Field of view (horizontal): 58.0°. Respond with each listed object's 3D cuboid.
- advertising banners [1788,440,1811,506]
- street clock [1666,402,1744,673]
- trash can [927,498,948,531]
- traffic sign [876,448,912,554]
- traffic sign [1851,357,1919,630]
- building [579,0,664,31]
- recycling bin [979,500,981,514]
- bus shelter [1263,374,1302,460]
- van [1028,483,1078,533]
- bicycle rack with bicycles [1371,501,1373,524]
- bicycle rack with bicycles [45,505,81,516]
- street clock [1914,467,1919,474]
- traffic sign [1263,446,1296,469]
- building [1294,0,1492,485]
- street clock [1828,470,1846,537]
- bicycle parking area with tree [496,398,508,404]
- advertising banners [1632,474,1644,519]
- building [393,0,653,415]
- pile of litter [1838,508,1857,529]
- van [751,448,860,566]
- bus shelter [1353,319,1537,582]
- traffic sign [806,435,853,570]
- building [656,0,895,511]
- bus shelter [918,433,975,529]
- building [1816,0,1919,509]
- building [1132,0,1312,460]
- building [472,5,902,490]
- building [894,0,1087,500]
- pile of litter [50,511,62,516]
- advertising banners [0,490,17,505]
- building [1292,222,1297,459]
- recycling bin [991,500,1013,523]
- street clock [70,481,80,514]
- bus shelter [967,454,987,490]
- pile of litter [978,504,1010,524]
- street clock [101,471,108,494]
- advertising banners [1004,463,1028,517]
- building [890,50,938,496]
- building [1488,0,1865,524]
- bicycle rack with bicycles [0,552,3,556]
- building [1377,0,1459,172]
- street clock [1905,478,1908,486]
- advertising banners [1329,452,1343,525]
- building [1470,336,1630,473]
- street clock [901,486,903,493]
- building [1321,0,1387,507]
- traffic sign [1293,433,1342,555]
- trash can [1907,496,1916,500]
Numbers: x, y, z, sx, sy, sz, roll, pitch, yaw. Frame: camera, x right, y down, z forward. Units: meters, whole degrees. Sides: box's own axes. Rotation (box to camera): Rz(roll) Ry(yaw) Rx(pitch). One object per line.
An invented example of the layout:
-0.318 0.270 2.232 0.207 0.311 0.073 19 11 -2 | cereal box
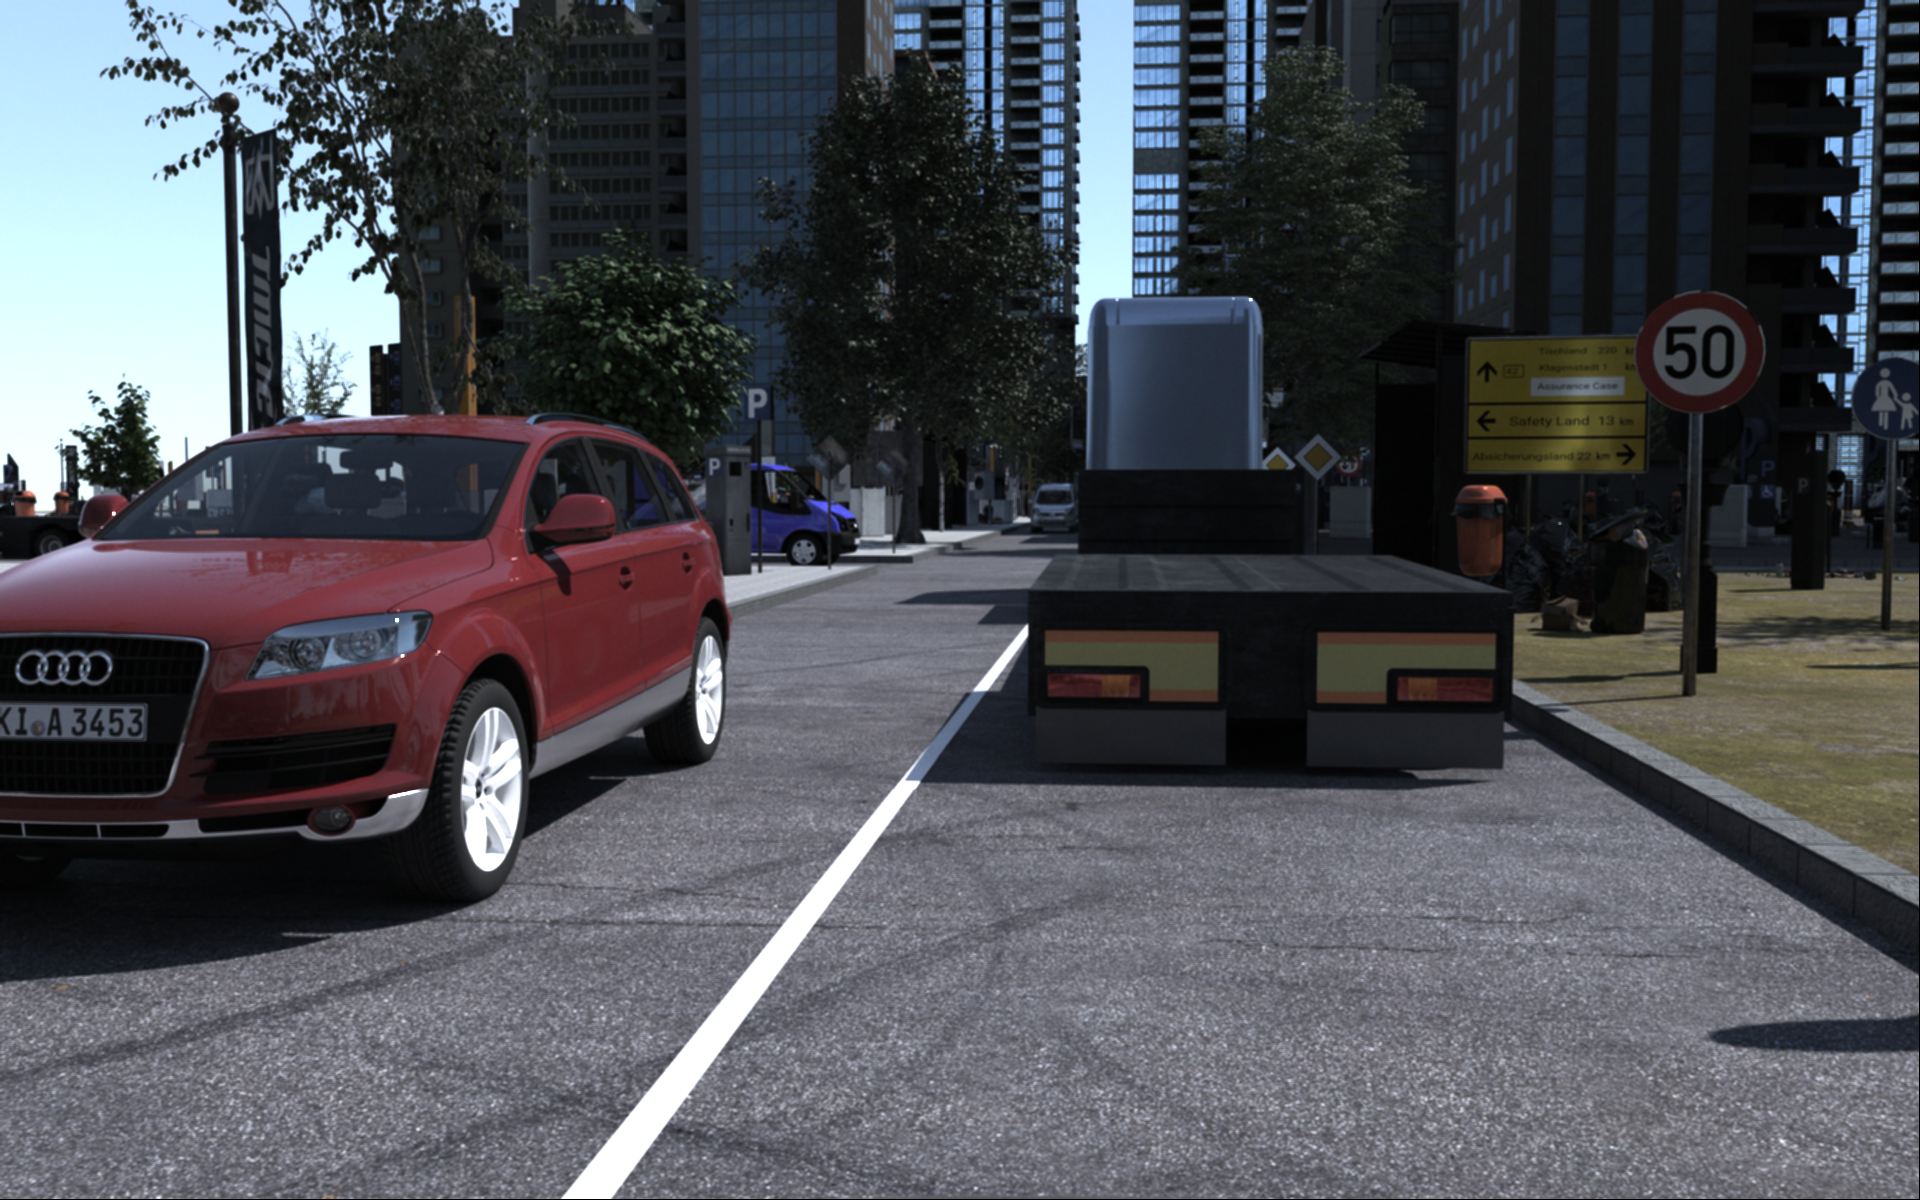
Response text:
27.739 -3.733 57.219 0.090 3.025 2.074 1 4 9 | advertising banners
5.329 -0.481 12.440 0.471 2.002 0.358 0 4 -2 | street clock
-0.778 -3.015 60.945 0.748 1.137 0.748 0 3 0 | trash can
-1.424 -2.061 37.332 0.795 2.450 0.064 0 4 6 | traffic sign
8.732 -0.988 16.263 0.768 2.556 0.104 1 4 9 | traffic sign
-43.347 -55.604 221.795 31.000 86.520 22.319 0 4 6 | building
0.555 -4.119 79.903 0.722 1.027 0.722 0 4 -8 | recycling bin
9.471 -4.759 55.440 2.179 5.291 8.768 0 4 6 | bus shelter
3.573 -3.526 64.655 2.013 2.044 4.112 0 4 7 | van
17.924 -3.782 75.214 2.852 0.926 2.925 -3 5 -40 | bicycle rack with bicycles
-29.373 -2.805 59.242 2.925 0.926 2.852 0 4 8 | bicycle rack with bicycles
26.045 -2.592 46.953 0.358 2.002 0.471 0 4 4 | street clock
6.678 -2.010 36.508 0.795 2.450 0.064 0 4 6 | traffic sign
37.251 -30.709 152.200 14.600 45.320 14.200 0 4 6 | building
26.398 -2.913 52.202 0.358 2.002 0.471 -1 4 -17 | street clock
-11.143 -3.927 51.214 8.231 4.147 9.016 1 4 20 | bicycle parking area with tree
24.190 -4.016 61.843 0.090 3.025 2.074 1 4 11 | advertising banners
-40.990 -33.467 170.891 21.600 48.544 21.300 0 4 6 | building
32.501 -3.046 63.771 1.719 0.858 1.176 -2 4 -30 | pile of litter
-4.572 -1.799 33.791 5.245 2.365 2.240 0 4 7 | van
7.191 -2.137 26.231 1.731 3.624 6.357 0 4 6 | bus shelter
-2.214 -1.575 29.386 0.795 2.450 0.064 0 4 6 | traffic sign
-12.378 -28.838 121.615 14.600 45.320 14.200 0 4 6 | building
-0.510 -4.607 66.610 1.731 3.624 6.357 0 4 5 | bus shelter
79.616 -51.623 156.703 31.000 86.520 22.319 0 4 6 | building
33.075 -55.111 213.734 31.000 86.520 22.319 0 4 6 | building
-20.034 -27.514 141.733 32.217 40.220 23.993 0 4 6 | building
1.966 -55.333 217.372 31.000 86.520 22.319 0 4 6 | building
-50.829 -5.129 97.820 1.176 0.858 1.719 2 4 35 | pile of litter
-41.680 -4.844 75.388 2.074 3.025 0.090 1 4 11 | advertising banners
39.017 -24.157 166.675 14.160 30.474 14.107 0 4 6 | building
1.840 -3.876 75.933 0.722 1.027 0.722 3 4 36 | recycling bin
-45.914 -5.216 89.850 0.471 2.002 0.358 -1 4 -12 | street clock
0.454 -5.833 89.297 2.014 3.302 5.546 0 4 6 | bus shelter
1.334 -3.654 73.705 1.719 0.858 1.176 0 4 -6 | pile of litter
-25.871 -2.935 52.562 0.471 2.002 0.358 -2 4 -33 | street clock
3.180 -6.233 98.099 0.090 3.025 2.074 -3 5 -41 | advertising banners
-15.184 -31.398 167.989 28.867 44.769 22.147 0 4 6 | building
31.300 -26.274 79.696 14.600 45.320 14.200 0 4 6 | building
-6.896 0.161 10.743 2.852 0.926 2.925 2 4 25 | bicycle rack with bicycles
31.496 -20.223 102.351 14.160 30.474 14.107 0 4 6 | building
40.098 -4.184 72.974 0.471 2.002 0.358 3 5 43 | street clock
15.439 -4.570 70.907 0.090 3.025 2.074 2 4 27 | advertising banners
63.792 -36.308 213.251 30.456 49.044 23.786 0 4 6 | building
-2.149 -3.900 68.336 0.358 2.002 0.471 -3 5 -41 | street clock
38.206 -35.970 130.109 21.231 58.520 28.212 0 4 6 | building
5.888 -1.524 28.562 0.795 2.450 0.064 0 4 6 | traffic sign
58.595 -5.812 106.676 0.748 1.137 0.748 0 3 0 | trash can
